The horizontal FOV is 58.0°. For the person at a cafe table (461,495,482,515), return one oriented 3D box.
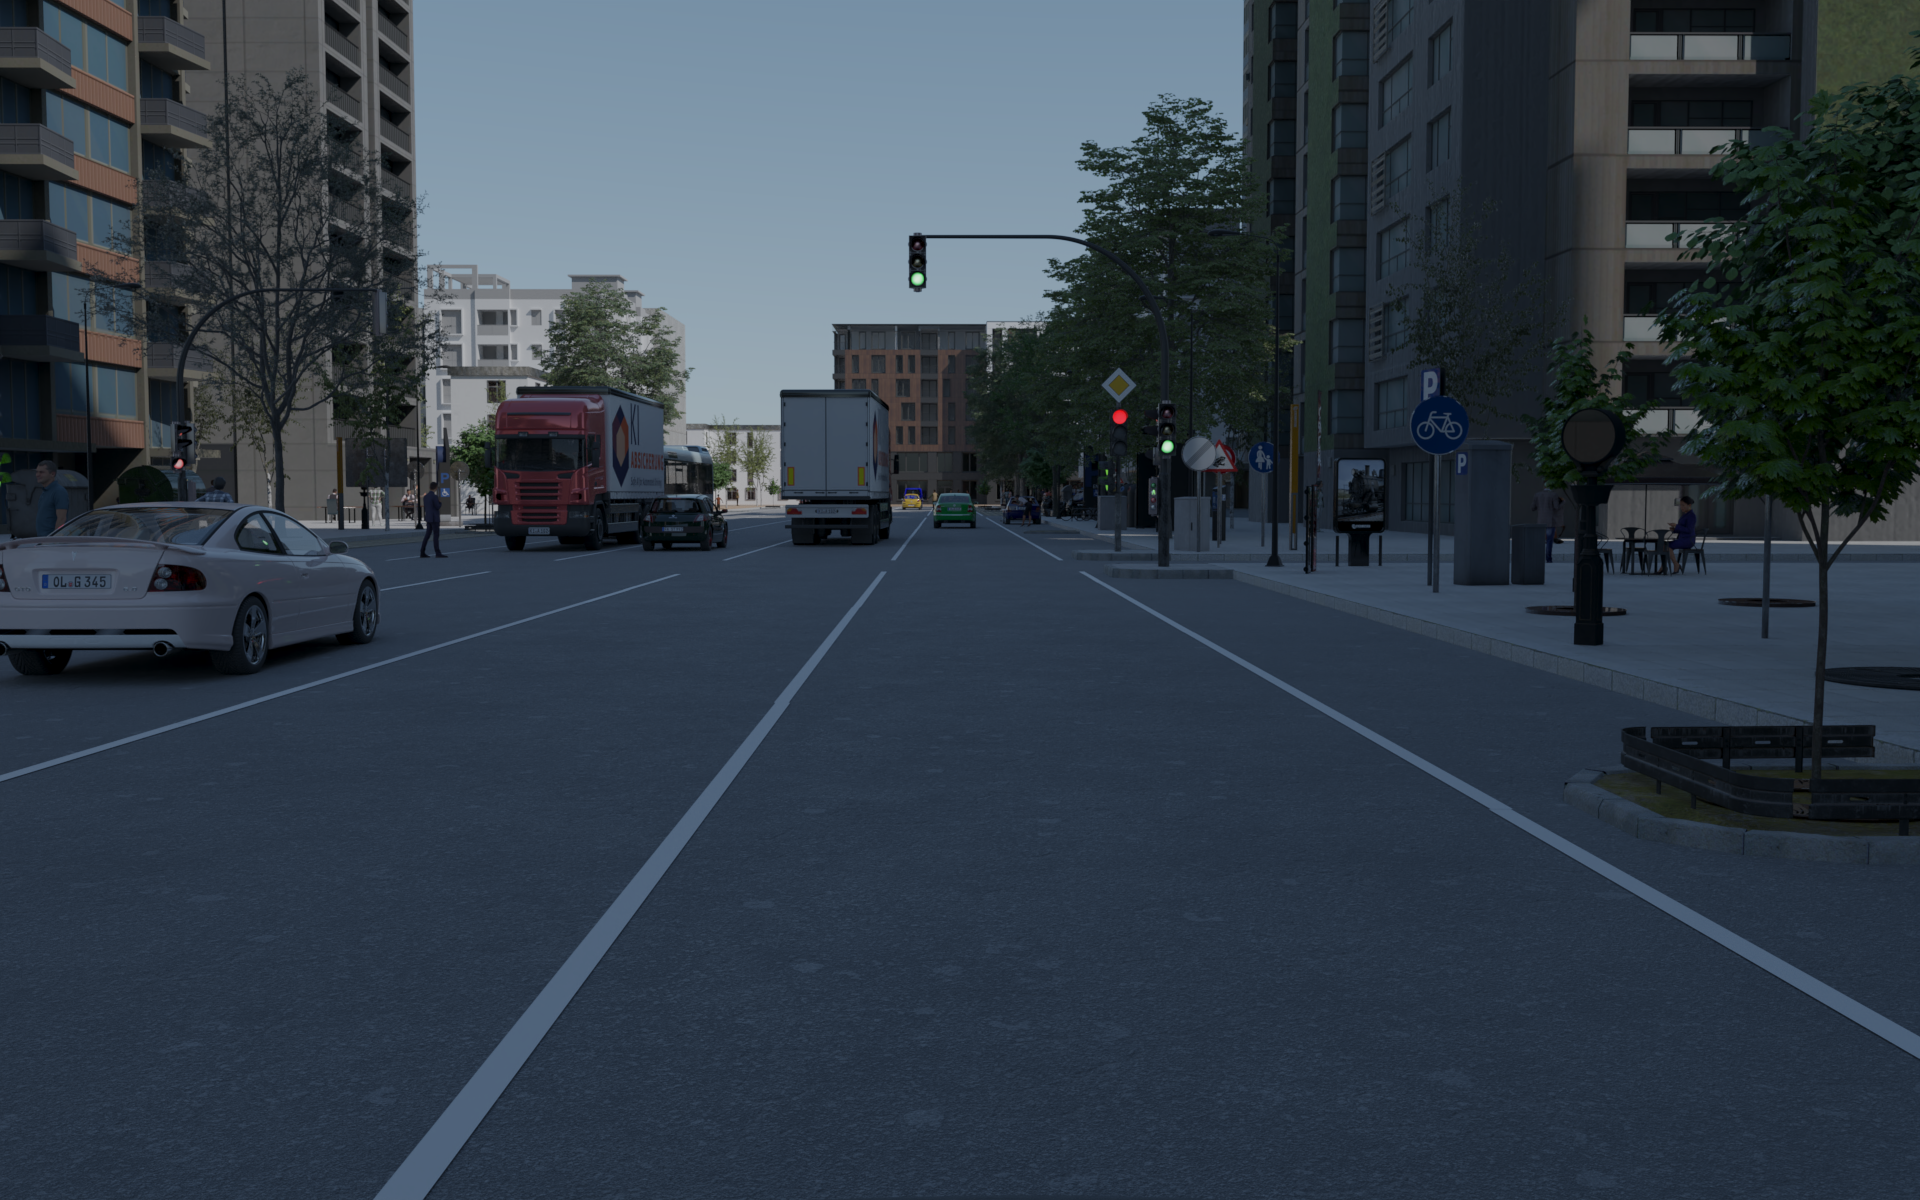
[{"bbox_3d":[-29.902,-5.770,105.197,1.698,1.238,1.726,0,4,3],"label":"person at a cafe table"}]

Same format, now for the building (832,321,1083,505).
[{"bbox_3d":[0.864,-22.903,218.433,32.646,21.610,27.936,0,4,-1],"label":"building"}]

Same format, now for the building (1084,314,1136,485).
[{"bbox_3d":[20.643,-17.613,154.432,16.747,18.905,31.486,0,4,-1],"label":"building"}]

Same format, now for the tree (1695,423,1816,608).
[{"bbox_3d":[9.234,-1.557,20.056,1.663,3.219,1.824,0,3,0],"label":"tree"}]

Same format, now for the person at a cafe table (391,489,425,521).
[{"bbox_3d":[-26.025,-4.492,81.953,1.698,1.524,1.622,-2,4,-29],"label":"person at a cafe table"}]

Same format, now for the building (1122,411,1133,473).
[{"bbox_3d":[20.611,-16.848,131.891,16.016,20.091,11.380,0,4,-1],"label":"building"}]

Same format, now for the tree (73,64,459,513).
[{"bbox_3d":[-19.703,-8.532,49.868,12.009,13.543,11.850,0,3,0],"label":"tree"}]

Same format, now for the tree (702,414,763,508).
[{"bbox_3d":[-21.418,-12.664,157.426,4.737,8.622,4.395,0,3,0],"label":"tree"}]

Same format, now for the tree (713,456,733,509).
[{"bbox_3d":[-21.242,-10.176,150.096,4.285,4.588,4.351,0,3,0],"label":"tree"}]

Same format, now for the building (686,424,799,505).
[{"bbox_3d":[-30.376,-16.413,210.492,28.070,9.664,9.099,0,4,-1],"label":"building"}]

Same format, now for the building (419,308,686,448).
[{"bbox_3d":[-44.380,-18.749,173.004,31.486,18.905,16.747,0,4,-1],"label":"building"}]

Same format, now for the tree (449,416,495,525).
[{"bbox_3d":[-19.997,-5.460,72.981,4.285,4.588,4.351,0,3,0],"label":"tree"}]

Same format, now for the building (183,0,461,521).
[{"bbox_3d":[-38.470,-39.954,91.502,20.563,71.187,20.611,0,4,-1],"label":"building"}]

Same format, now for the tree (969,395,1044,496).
[{"bbox_3d":[5.128,-13.098,148.568,8.767,10.594,7.601,-1,4,-18],"label":"tree"}]

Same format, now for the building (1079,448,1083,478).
[{"bbox_3d":[20.289,-19.578,176.522,16.016,20.091,11.380,0,4,-1],"label":"building"}]

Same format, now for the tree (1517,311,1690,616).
[{"bbox_3d":[6.568,-1.458,18.439,1.663,3.219,1.824,0,3,0],"label":"tree"}]

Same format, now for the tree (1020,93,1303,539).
[{"bbox_3d":[6.196,-8.028,49.388,7.486,12.596,7.792,0,3,0],"label":"tree"}]

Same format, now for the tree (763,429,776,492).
[{"bbox_3d":[-21.536,-14.146,181.650,4.737,8.622,4.395,0,3,0],"label":"tree"}]

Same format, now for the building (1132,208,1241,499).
[{"bbox_3d":[20.863,-16.154,120.534,16.016,20.091,11.380,0,4,-1],"label":"building"}]

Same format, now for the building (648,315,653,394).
[{"bbox_3d":[-36.318,-18.480,158.575,16.016,20.091,11.380,0,4,-1],"label":"building"}]

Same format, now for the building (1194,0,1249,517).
[{"bbox_3d":[29.776,-25.055,101.524,32.217,40.220,23.993,0,4,-1],"label":"building"}]

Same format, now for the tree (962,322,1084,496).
[{"bbox_3d":[4.840,-13.550,128.202,9.857,13.997,8.962,0,3,0],"label":"tree"}]

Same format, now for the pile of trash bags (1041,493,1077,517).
[{"bbox_3d":[5.577,-5.523,100.060,1.912,1.369,3.447,-1,4,-20],"label":"pile of trash bags"}]

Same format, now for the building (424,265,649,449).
[{"bbox_3d":[-35.775,-17.786,147.220,16.016,20.091,11.380,0,4,-1],"label":"building"}]

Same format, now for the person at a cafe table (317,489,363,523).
[{"bbox_3d":[-27.432,-4.149,76.350,1.698,1.524,1.622,0,4,-1],"label":"person at a cafe table"}]

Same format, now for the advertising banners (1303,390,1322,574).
[{"bbox_3d":[5.850,-1.984,28.619,0.090,3.025,2.074,1,4,18],"label":"advertising banners"}]

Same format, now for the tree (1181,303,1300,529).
[{"bbox_3d":[10.351,-6.961,64.178,4.360,8.622,3.978,0,3,0],"label":"tree"}]

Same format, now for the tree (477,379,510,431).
[{"bbox_3d":[-28.648,-9.799,110.572,4.737,8.622,4.395,0,3,0],"label":"tree"}]

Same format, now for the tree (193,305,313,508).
[{"bbox_3d":[-25.960,-6.978,64.454,4.360,8.622,3.978,0,3,0],"label":"tree"}]

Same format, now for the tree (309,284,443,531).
[{"bbox_3d":[-20.043,-6.683,59.632,4.737,8.622,4.395,0,3,0],"label":"tree"}]

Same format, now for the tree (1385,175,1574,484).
[{"bbox_3d":[11.673,-5.484,40.025,4.360,8.622,3.978,0,3,0],"label":"tree"}]

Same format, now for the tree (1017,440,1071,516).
[{"bbox_3d":[5.139,-7.360,104.045,4.285,4.588,4.351,0,3,0],"label":"tree"}]

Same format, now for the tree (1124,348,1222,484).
[{"bbox_3d":[10.343,-8.131,83.302,4.737,8.622,4.395,0,3,0],"label":"tree"}]

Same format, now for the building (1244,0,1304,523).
[{"bbox_3d":[20.560,-19.016,82.610,14.160,30.474,14.107,0,4,-1],"label":"building"}]

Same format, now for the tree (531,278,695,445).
[{"bbox_3d":[-20.373,-11.913,101.438,9.857,13.997,8.962,0,3,0],"label":"tree"}]

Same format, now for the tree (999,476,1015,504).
[{"bbox_3d":[4.474,-14.171,182.065,4.360,8.622,3.978,0,3,0],"label":"tree"}]

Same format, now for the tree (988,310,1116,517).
[{"bbox_3d":[5.422,-10.474,97.001,9.928,11.665,9.643,0,3,0],"label":"tree"}]

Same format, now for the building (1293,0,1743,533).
[{"bbox_3d":[20.331,-23.497,67.772,14.154,41.232,14.086,0,4,-1],"label":"building"}]

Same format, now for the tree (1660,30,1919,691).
[{"bbox_3d":[6.567,-1.713,11.728,4.285,4.588,4.351,0,3,0],"label":"tree"}]

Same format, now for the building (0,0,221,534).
[{"bbox_3d":[-40.102,-24.770,59.615,22.147,44.769,28.867,0,4,-1],"label":"building"}]

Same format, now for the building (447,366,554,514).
[{"bbox_3d":[-32.944,-11.360,127.876,9.099,9.664,28.070,0,4,-1],"label":"building"}]

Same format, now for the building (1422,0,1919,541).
[{"bbox_3d":[21.029,-22.568,52.585,14.086,41.232,14.154,0,4,-1],"label":"building"}]
